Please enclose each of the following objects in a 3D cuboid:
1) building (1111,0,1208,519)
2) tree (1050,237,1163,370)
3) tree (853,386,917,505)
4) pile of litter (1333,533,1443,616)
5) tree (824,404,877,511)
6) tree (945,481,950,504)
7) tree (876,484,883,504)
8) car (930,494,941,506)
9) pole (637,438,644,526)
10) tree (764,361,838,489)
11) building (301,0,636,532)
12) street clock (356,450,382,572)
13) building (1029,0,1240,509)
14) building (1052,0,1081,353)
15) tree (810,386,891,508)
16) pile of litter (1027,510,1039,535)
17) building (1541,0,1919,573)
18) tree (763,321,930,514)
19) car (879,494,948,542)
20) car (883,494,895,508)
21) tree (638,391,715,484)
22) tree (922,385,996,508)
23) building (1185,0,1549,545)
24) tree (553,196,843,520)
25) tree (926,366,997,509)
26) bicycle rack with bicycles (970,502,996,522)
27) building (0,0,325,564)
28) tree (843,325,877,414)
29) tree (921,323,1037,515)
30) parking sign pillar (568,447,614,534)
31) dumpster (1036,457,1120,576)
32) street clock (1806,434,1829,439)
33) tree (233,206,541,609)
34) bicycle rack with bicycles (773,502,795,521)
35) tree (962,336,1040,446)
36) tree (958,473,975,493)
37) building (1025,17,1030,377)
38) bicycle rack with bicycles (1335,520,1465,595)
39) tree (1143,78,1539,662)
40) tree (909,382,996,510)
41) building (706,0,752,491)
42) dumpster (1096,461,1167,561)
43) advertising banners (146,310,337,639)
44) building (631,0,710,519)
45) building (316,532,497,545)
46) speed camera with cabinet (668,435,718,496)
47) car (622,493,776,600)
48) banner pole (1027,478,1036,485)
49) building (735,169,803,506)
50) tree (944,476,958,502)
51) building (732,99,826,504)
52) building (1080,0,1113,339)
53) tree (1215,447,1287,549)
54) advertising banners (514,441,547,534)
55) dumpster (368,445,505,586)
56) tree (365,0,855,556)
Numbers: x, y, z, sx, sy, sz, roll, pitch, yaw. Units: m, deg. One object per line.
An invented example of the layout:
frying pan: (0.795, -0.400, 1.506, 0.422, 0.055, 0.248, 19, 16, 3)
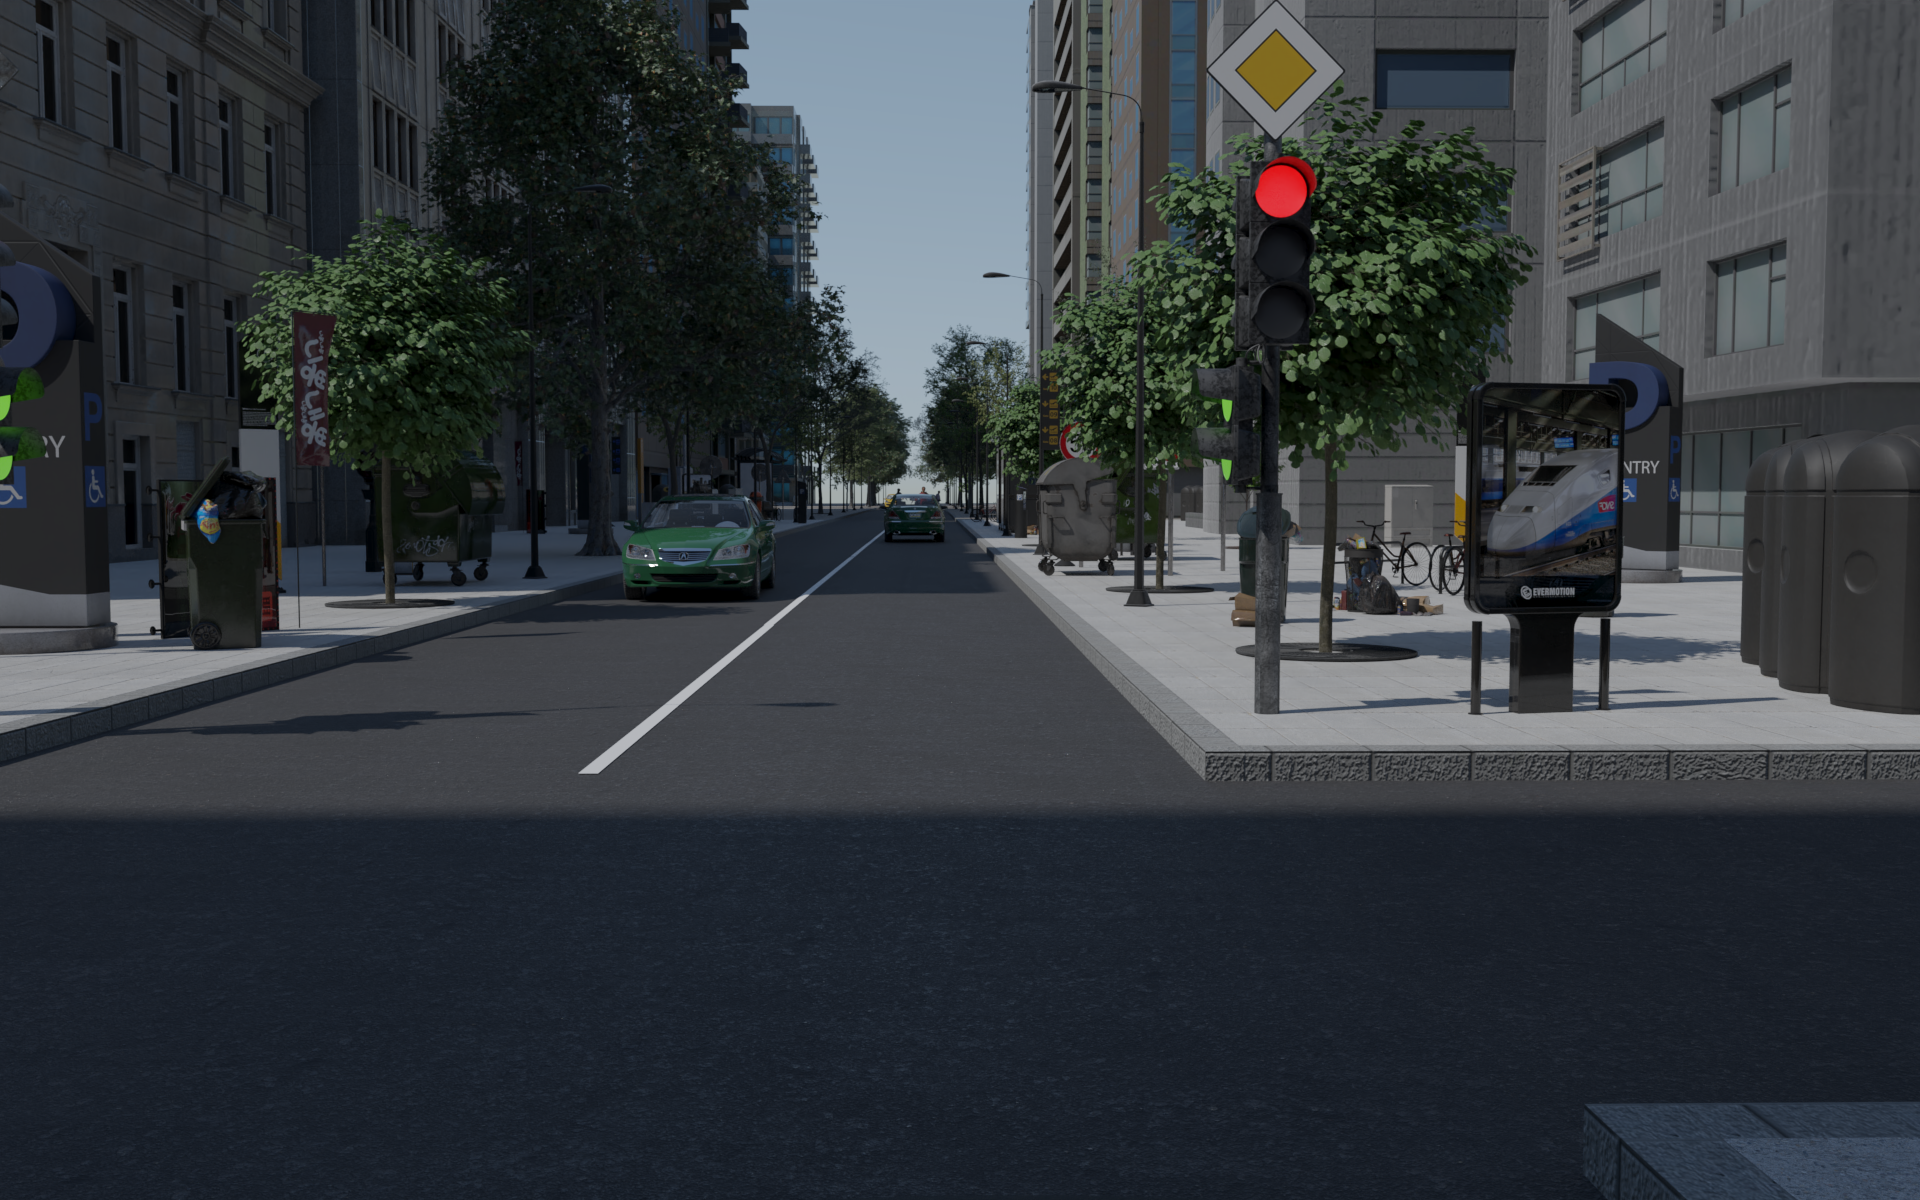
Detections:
building: (16.067, -27.275, 96.054, 14.600, 45.320, 14.200, 0, 4, -1)
tree: (4.628, -5.998, 48.434, 4.360, 8.622, 3.978, 0, 3, 0)
tree: (-10.318, -18.570, 210.267, 9.857, 13.997, 8.962, 0, 3, 0)
pile of litter: (4.603, -0.306, 18.971, 1.176, 0.858, 1.719, 0, 4, -6)
tree: (-8.372, -10.952, 129.434, 4.360, 8.622, 3.978, 0, 3, 0)
tree: (-1.643, -19.003, 221.074, 12.009, 13.543, 11.850, 0, 3, 0)
tree: (-11.226, -14.346, 229.153, 1.663, 3.219, 1.824, 0, 3, 0)
car: (-2.362, -6.846, 123.929, 2.014, 1.417, 4.499, 0, 4, 0)
pole: (-11.656, -4.244, 63.235, 0.158, 3.312, 0.155, 0, 3, 0)
tree: (-8.349, -8.663, 92.002, 4.737, 8.622, 4.395, 0, 3, 0)
building: (-21.364, -15.545, 72.185, 12.078, 24.808, 19.932, 0, 4, -1)
street clock: (-9.646, -1.460, 28.434, 0.471, 2.002, 0.358, 1, 4, 17)
building: (18.422, -40.144, 198.355, 21.231, 58.520, 28.212, 0, 4, -1)
building: (18.997, -31.714, 142.233, 21.300, 48.544, 21.600, 0, 4, -1)
tree: (-10.021, -14.657, 157.767, 7.486, 12.596, 7.792, 0, 3, 0)
pile of litter: (2.518, -2.488, 54.638, 1.719, 0.858, 1.176, 0, 4, -3)
building: (18.652, -21.003, 26.996, 14.086, 41.232, 14.154, 0, 4, -1)
tree: (-9.086, -12.312, 111.669, 12.009, 13.543, 11.850, 0, 3, 0)
car: (-1.419, -2.534, 53.231, 2.131, 1.459, 4.920, 0, 4, -2)
car: (-6.542, -9.850, 171.278, 2.015, 1.641, 3.980, 0, 4, 0)
tree: (-12.373, -7.684, 75.995, 4.737, 8.622, 4.395, 0, 3, 0)
tree: (0.120, -15.373, 168.354, 9.611, 12.733, 9.660, 0, 3, 0)
building: (18.717, -31.421, 55.728, 21.231, 58.520, 28.212, 0, 4, -1)
tree: (-8.079, -7.037, 49.470, 8.767, 10.594, 7.601, 0, 3, 0)
tree: (0.443, -14.283, 151.658, 7.486, 12.596, 7.792, 0, 3, 0)
bicycle rack with bicycles: (2.166, -4.047, 79.558, 2.925, 0.926, 2.852, 1, 4, 17)
building: (-21.308, -14.218, 29.731, 12.463, 27.353, 25.104, 0, 4, -1)
tree: (-7.176, -8.050, 66.030, 8.767, 10.594, 7.601, 0, 4, 7)
tree: (1.189, -11.043, 106.314, 9.928, 11.665, 9.643, 0, 3, 0)
parking sign pillar: (-11.915, -4.119, 55.814, 1.447, 3.967, 1.447, 1, 4, 9)
dumpster: (1.894, -1.349, 27.809, 1.264, 1.857, 1.865, 0, 4, -1)
street clock: (10.405, -1.002, 20.955, 0.471, 2.002, 0.358, 3, 5, 45)
tree: (-6.526, -2.217, 19.955, 4.285, 4.588, 4.351, 0, 3, 0)
bicycle rack with bicycles: (-8.520, -4.254, 82.928, 2.852, 0.926, 2.925, 0, 4, -6)
tree: (2.313, -8.032, 81.680, 4.737, 8.622, 4.395, 0, 3, 0)
tree: (0.767, -10.024, 158.492, 1.663, 3.219, 1.824, 0, 3, 0)
building: (17.523, -55.940, 227.292, 22.319, 86.520, 31.000, 0, 4, -1)
bicycle rack with bicycles: (6.449, -0.616, 23.452, 2.925, 0.926, 2.852, -3, 5, -40)
tree: (2.867, -1.835, 13.722, 4.285, 4.588, 4.351, 0, 3, 0)
tree: (0.479, -12.416, 137.410, 8.767, 10.594, 7.601, -1, 4, -19)
building: (-27.297, -28.937, 127.752, 22.147, 44.769, 28.867, 0, 4, -1)
dumpster: (3.334, -1.924, 33.955, 1.502, 2.255, 1.985, 0, 4, -1)
advertising banners: (-6.583, -1.215, 16.051, 0.090, 3.025, 2.074, 2, 4, 30)
building: (-23.247, -27.866, 105.723, 14.600, 45.320, 14.200, 0, 4, -1)
building: (-20.993, -14.329, 52.294, 12.078, 24.808, 19.932, 0, 4, -1)
speed camera with cabinet: (-9.036, -3.936, 58.681, 0.660, 3.252, 2.038, 2, 4, 29)
car: (-3.687, -0.808, 25.010, 2.131, 1.459, 4.920, 0, 4, -2)
banner pole: (2.602, -4.038, 56.033, 0.863, 3.779, 0.401, -1, 4, -13)
building: (-33.653, -30.324, 187.679, 32.217, 40.220, 23.993, 0, 4, -1)
tree: (-1.338, -17.396, 234.781, 4.360, 8.622, 3.978, 0, 3, 0)
building: (-29.118, -36.445, 215.487, 23.786, 49.044, 30.456, 0, 4, -1)
building: (15.510, -26.972, 124.583, 14.154, 41.232, 14.086, 0, 4, -1)
tree: (6.713, -2.797, 40.340, 1.663, 3.219, 1.824, 0, 3, 0)
advertising banners: (-13.959, -3.673, 56.239, 0.090, 3.025, 2.074, -3, 5, -41)
dumpster: (-7.477, -1.361, 24.745, 1.502, 2.255, 1.985, 0, 4, -1)
tree: (-7.457, -7.274, 35.936, 9.611, 12.733, 9.660, 0, 3, 0)
